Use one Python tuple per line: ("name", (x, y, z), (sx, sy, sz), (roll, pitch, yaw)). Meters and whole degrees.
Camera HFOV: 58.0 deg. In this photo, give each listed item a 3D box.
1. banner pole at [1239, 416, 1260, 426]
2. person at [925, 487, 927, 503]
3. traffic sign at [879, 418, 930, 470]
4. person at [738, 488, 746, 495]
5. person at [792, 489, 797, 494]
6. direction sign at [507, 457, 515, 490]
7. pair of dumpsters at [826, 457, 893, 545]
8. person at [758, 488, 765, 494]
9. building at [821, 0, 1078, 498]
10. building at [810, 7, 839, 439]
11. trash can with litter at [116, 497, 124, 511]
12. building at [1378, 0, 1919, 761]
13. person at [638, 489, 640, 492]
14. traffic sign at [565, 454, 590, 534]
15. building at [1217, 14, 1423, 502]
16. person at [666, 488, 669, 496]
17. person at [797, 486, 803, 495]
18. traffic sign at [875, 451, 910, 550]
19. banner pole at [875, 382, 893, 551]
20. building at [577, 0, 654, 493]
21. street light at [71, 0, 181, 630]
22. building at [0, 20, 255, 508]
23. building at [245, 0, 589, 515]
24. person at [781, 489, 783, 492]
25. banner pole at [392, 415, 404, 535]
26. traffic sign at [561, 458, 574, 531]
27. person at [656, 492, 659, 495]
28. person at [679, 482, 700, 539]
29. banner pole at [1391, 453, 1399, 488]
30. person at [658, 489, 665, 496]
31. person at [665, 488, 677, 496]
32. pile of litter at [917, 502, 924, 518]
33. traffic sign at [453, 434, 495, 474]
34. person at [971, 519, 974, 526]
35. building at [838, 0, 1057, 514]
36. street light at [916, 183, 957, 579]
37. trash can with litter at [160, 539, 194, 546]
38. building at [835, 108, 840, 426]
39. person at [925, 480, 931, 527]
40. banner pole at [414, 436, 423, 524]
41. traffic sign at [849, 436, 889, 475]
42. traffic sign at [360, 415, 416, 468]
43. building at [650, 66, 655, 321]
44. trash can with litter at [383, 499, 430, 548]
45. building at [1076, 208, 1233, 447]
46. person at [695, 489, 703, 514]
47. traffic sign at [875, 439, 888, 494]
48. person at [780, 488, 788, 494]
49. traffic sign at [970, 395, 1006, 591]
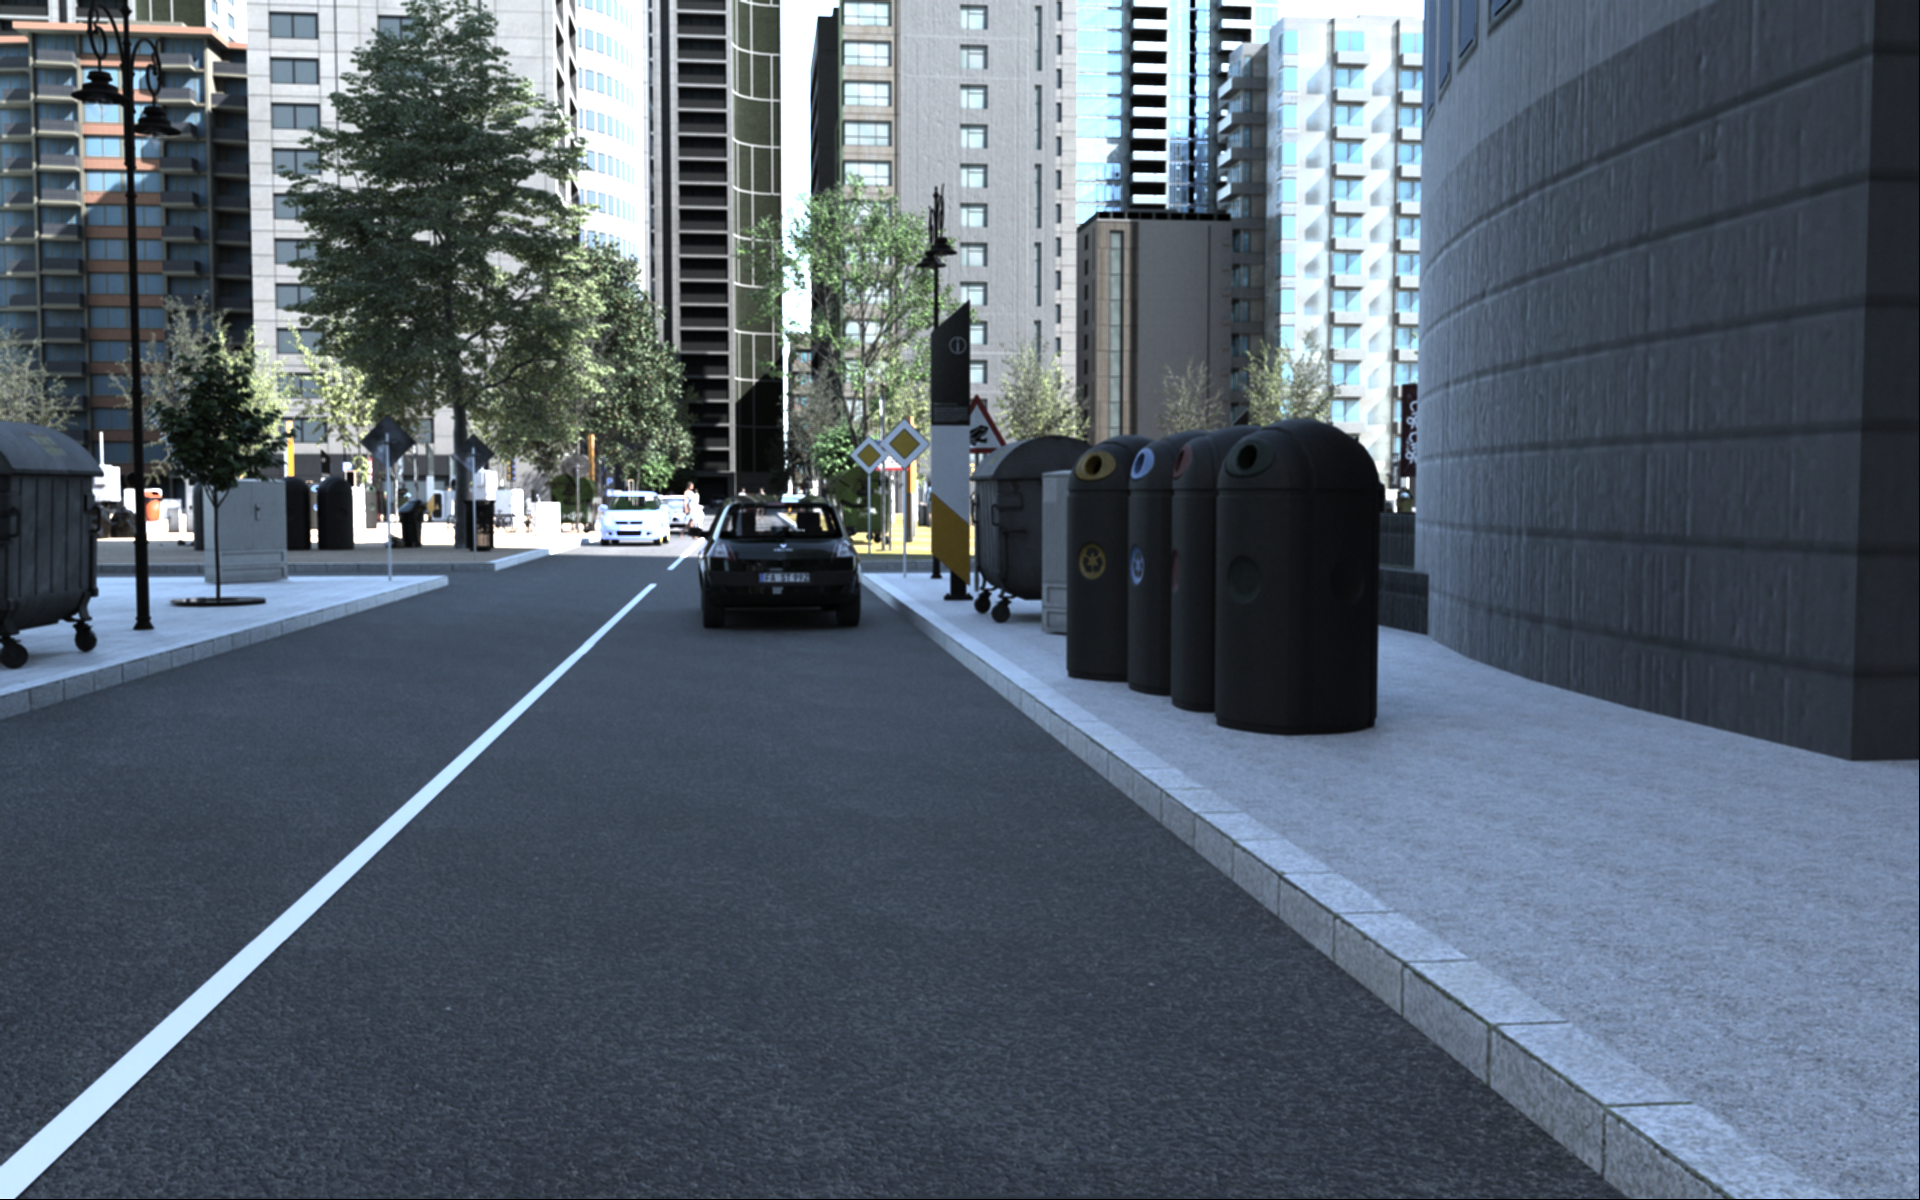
("banner pole", (9.176, -3.995, 55.333), (0.863, 3.779, 0.401), (1, 4, 20))
("person", (-1.826, -5.593, 97.593), (0.767, 1.812, 0.694), (-2, 4, -25))
("traffic sign", (-0.828, -1.489, 26.532), (0.795, 2.593, 0.064), (0, 4, -7))
("person", (-12.732, -5.683, 101.593), (0.466, 1.800, 0.511), (3, 5, 41))
("person", (-14.396, -8.736, 149.672), (0.445, 1.727, 0.742), (1, 4, 17))
("direction sign", (-27.431, -6.966, 105.883), (0.379, 3.537, 0.876), (1, 4, 18))
("pair of dumpsters", (-2.632, -2.634, 45.565), (1.574, 2.255, 4.437), (0, 4, -7))
("person", (-10.590, -5.087, 92.011), (0.599, 1.781, 0.374), (0, 4, -5))
("building", (-1.814, -43.516, 149.746), (20.563, 71.187, 20.611), (0, 4, -7))
("building", (-3.749, -33.500, 171.423), (21.300, 48.544, 21.600), (0, 4, -7))
("trash can with litter", (-39.991, -4.332, 81.882), (2.233, 1.210, 1.678), (0, 4, -5))
("building", (14.455, -28.610, 9.771), (21.231, 58.520, 28.212), (0, 4, -7))
("person", (-23.168, -7.260, 124.841), (0.705, 1.812, 1.348), (0, 4, -1))
("traffic sign", (-12.231, -3.383, 55.423), (0.768, 2.556, 0.104), (0, 4, -7))
("building", (42.245, -34.058, 176.452), (30.456, 49.044, 23.786), (0, 4, -7))
("person", (-25.651, -8.923, 151.953), (0.705, 1.821, 1.348), (1, 4, 15))
("person", (-10.288, -6.515, 112.563), (1.348, 1.824, 0.705), (-3, 4, -38))
("traffic sign", (-1.585, -2.399, 39.225), (0.884, 2.594, 0.081), (0, 4, -5))
("banner pole", (-1.733, -2.972, 38.604), (0.401, 3.779, 0.863), (0, 4, 5))
("building", (-36.391, -36.569, 139.899), (21.231, 58.520, 28.212), (0, 4, -7))
("street light", (-7.747, -2.659, 16.257), (0.468, 5.910, 1.993), (0, 4, -7))
("building", (-74.593, -31.128, 163.559), (28.867, 44.769, 22.147), (0, 4, -7))
("building", (-34.089, -41.406, 115.247), (20.563, 71.187, 20.611), (0, 4, -7))
("person", (-16.923, -9.717, 165.646), (0.721, 1.736, 1.217), (1, 4, 16))
("banner pole", (-17.697, -3.947, 54.551), (0.401, 3.779, 0.863), (-3, 5, -43))
("traffic sign", (-13.588, -3.703, 60.647), (0.768, 2.556, 0.104), (0, 4, -5))
("person", (-25.057, -8.215, 143.592), (0.421, 1.427, 0.697), (-3, 4, -38))
("person", (-8.671, -2.853, 55.249), (0.778, 1.811, 0.616), (2, 4, 24))
("banner pole", (23.534, -6.307, 93.138), (0.401, 3.779, 0.863), (-3, 5, -43))
("person", (-25.795, -8.761, 149.379), (1.348, 1.812, 0.705), (2, 4, 31))
("person", (-21.977, -7.652, 131.867), (1.217, 1.736, 0.721), (-1, 4, -20))
("pile of litter", (-1.997, -4.769, 91.933), (1.719, 0.858, 1.176), (0, 4, -1))
("traffic sign", (-9.428, -1.919, 33.560), (0.795, 2.593, 0.064), (0, 4, -7))
("person", (0.629, -2.702, 50.706), (0.515, 1.767, 0.782), (3, 5, 43))
("building", (-1.338, -26.611, 118.690), (14.154, 41.232, 14.086), (0, 4, -7))
("street light", (-0.359, -3.266, 26.191), (0.468, 5.910, 1.993), (0, 4, -7))
("trash can with litter", (-18.880, -1.970, 43.273), (2.233, 1.210, 1.678), (1, 4, 14))
("building", (-2.632, -22.100, 133.035), (14.160, 30.474, 14.107), (0, 4, -7))
("person", (-1.059, -3.691, 66.416), (0.581, 1.822, 0.654), (-1, 4, -23))
("banner pole", (-23.349, -5.157, 74.340), (0.401, 3.779, 0.863), (0, 4, -6))
("traffic sign", (-1.787, -1.974, 34.459), (0.795, 2.593, 0.064), (0, 4, -7))
("traffic sign", (-8.470, -1.434, 25.632), (0.795, 2.593, 0.064), (0, 4, -7))
("building", (-45.067, -33.439, 166.332), (30.456, 49.044, 23.786), (0, 4, -7))
("trash can with litter", (-13.234, -1.833, 41.363), (0.624, 1.170, 1.055), (2, 4, 26))
("building", (19.522, -24.932, 179.331), (14.107, 30.474, 14.160), (0, 4, -7))
("person", (-15.908, -5.838, 104.700), (0.760, 1.731, 0.466), (-1, 4, -18))
("traffic sign", (-1.770, -2.437, 39.944), (0.768, 2.556, 0.104), (0, 4, -5))
("person", (-15.381, -8.908, 151.766), (1.350, 1.814, 0.705), (-3, 4, -36))
("traffic sign", (0.221, -1.392, 22.766), (0.884, 2.594, 0.081), (0, 4, 1))
